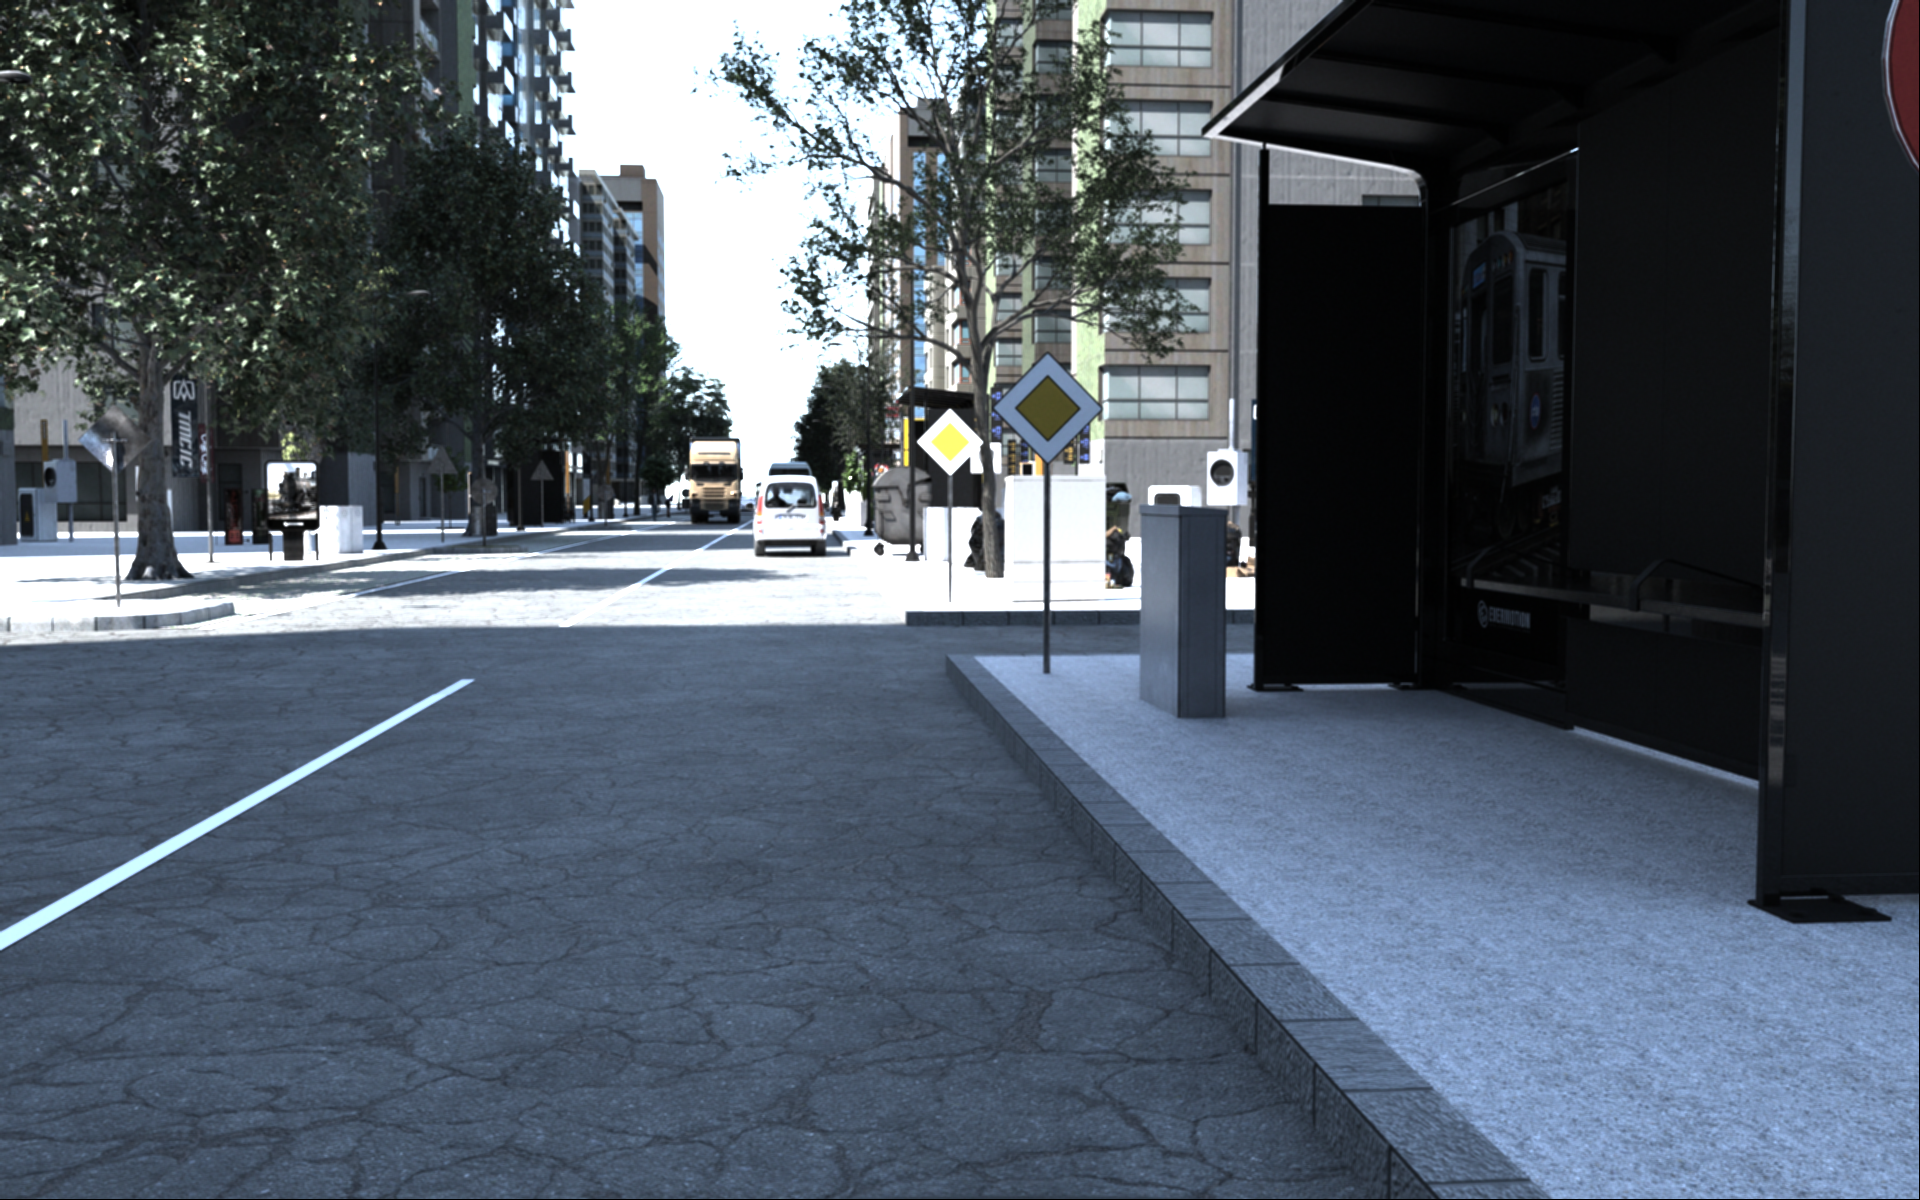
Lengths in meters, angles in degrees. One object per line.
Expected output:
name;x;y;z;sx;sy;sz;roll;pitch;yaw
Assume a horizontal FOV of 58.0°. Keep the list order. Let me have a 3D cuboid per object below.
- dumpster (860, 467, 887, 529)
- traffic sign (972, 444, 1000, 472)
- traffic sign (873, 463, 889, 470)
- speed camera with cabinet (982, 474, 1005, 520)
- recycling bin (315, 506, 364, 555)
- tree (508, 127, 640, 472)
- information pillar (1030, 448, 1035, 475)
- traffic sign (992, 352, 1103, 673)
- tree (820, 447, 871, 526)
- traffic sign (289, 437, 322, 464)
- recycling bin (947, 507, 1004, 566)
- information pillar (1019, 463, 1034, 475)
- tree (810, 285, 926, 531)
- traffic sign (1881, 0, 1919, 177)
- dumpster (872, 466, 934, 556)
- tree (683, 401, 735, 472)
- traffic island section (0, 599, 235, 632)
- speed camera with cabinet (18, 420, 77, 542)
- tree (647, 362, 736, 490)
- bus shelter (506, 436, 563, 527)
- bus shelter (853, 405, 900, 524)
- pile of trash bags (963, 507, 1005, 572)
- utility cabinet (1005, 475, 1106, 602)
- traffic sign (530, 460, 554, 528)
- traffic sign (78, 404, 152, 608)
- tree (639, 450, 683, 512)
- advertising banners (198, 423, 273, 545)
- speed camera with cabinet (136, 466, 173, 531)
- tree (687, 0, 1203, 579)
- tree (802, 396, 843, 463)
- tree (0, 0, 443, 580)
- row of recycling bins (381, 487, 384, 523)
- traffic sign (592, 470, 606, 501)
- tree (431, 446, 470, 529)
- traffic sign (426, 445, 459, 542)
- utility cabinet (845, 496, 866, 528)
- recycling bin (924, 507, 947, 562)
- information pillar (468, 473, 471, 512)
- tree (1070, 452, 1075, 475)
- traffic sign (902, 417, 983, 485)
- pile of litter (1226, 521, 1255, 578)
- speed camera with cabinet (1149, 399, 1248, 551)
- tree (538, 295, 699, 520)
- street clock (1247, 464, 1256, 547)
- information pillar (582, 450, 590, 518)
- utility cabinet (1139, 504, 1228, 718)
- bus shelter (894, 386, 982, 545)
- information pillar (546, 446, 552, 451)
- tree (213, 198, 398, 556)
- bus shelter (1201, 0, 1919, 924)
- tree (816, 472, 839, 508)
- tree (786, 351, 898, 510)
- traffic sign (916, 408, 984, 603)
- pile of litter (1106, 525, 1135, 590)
dumpster;-2.890;-3.750;63.813;1.502;2.255;1.985;0;4;-5
traffic sign;0.526;-2.011;35.007;0.606;2.300;0.079;0;4;1
traffic sign;-3.243;-4.352;71.264;0.768;2.556;0.104;0;4;4
speed camera with cabinet;1.248;-3.369;49.426;2.038;3.252;0.660;-1;4;-22
recycling bin;-13.327;-1.506;37.177;0.722;1.027;0.722;2;4;27
tree;-14.515;-8.270;52.223;9.611;12.733;9.660;0;3;0
information pillar;2.025;-3.202;43.708;0.504;3.616;0.183;-1;4;-19
traffic sign;0.618;-0.532;12.338;0.795;2.450;0.064;0;4;-5
tree;-4.326;-4.595;69.723;1.663;3.219;1.824;0;3;0
traffic sign;-14.662;-2.366;38.786;0.768;2.556;0.104;0;4;2
recycling bin;0.308;-1.145;31.280;0.722;1.027;0.722;3;4;36
information pillar;1.558;-2.205;40.538;0.304;2.012;0.304;0;4;-5
tree;-2.978;-6.671;59.430;4.360;8.622;3.978;0;3;0
traffic sign;2.269;-0.215;3.627;0.768;2.556;0.104;0;4;1
dumpster;-1.194;-1.871;36.349;1.264;1.857;1.865;0;4;-5
tree;-30.201;-17.746;208.273;7.486;12.596;7.792;0;3;0
traffic island section;-9.497;0.170;19.506;2.009;0.180;2.903;0;4;-5
speed camera with cabinet;-24.483;-3.186;46.432;2.038;3.252;0.660;2;4;35
tree;-26.090;-16.016;168.513;9.857;13.997;8.962;0;3;0
bus shelter;-17.355;-4.910;71.567;1.731;3.624;6.357;0;4;-5
bus shelter;-3.545;-6.025;76.145;2.179;5.291;8.768;0;4;-5
pile of trash bags;1.106;-1.176;28.978;1.912;1.369;3.447;0;4;-5
utility cabinet;1.132;-0.730;20.619;1.173;1.500;0.318;-1;4;-17
traffic sign;-15.853;-4.018;65.694;0.884;2.594;0.081;0;4;1
traffic sign;-9.474;-0.967;19.447;0.795;2.450;0.064;0;4;-5
tree;-22.182;-8.773;127.160;4.285;4.588;4.351;0;3;0
advertising banners;-18.306;-2.903;43.655;0.090;3.025;2.074;2;4;34
speed camera with cabinet;-25.665;-3.718;55.127;0.660;3.252;2.038;-1;4;-11
tree;0.220;-5.614;26.197;7.601;10.594;8.767;2;4;23
tree;-12.136;-15.141;165.682;7.486;12.596;7.792;0;3;0
tree;-12.172;-6.652;25.771;9.611;12.733;9.660;0;3;0
row of recycling bins;-25.918;-4.229;76.254;1.069;1.692;3.534;-1;4;-15
traffic sign;-19.404;-5.681;92.885;0.884;2.594;0.081;0;4;2
tree;-18.772;-4.208;63.397;1.663;3.219;1.824;0;3;0
traffic sign;-13.733;-2.808;45.920;0.884;2.594;0.081;0;4;4
utility cabinet;-4.025;-3.407;66.863;0.306;1.237;1.020;-3;4;-37
recycling bin;-0.218;-1.246;32.919;0.722;1.027;0.722;-2;4;-31
information pillar;-16.613;-3.352;59.296;0.304;2.012;0.304;1;4;14
tree;6.748;-5.856;79.455;4.285;4.588;4.351;0;3;0
traffic sign;-0.390;-3.170;45.696;2.265;3.308;0.079;0;4;3
pile of litter;4.299;-0.790;26.890;1.719;0.858;1.176;0;4;1
speed camera with cabinet;4.987;-2.570;36.351;2.038;3.252;0.660;2;4;34
tree;-18.034;-9.891;87.478;9.928;11.665;9.643;0;3;0
street clock;7.073;-2.277;41.797;0.358;2.002;0.471;0;4;5
information pillar;-19.896;-6.177;92.352;0.504;3.616;0.183;-2;4;-35
utility cabinet;1.333;0.048;10.384;0.306;1.237;1.020;0;4;-7
bus shelter;-0.538;-3.030;40.820;1.731;3.624;6.357;0;4;-5
information pillar;-19.770;-5.613;83.122;0.504;3.616;0.183;-1;4;-17
tree;-13.829;-5.225;35.797;4.737;8.622;4.395;0;3;0
bus shelter;2.693;-1.039;8.264;1.731;3.624;6.357;0;4;-5
tree;-11.755;-10.584;156.766;4.285;4.588;4.351;0;3;0
tree;-9.610;-13.585;139.130;9.611;12.733;9.660;0;3;0
traffic sign;-0.118;-1.018;20.289;0.795;2.450;0.064;0;4;-5
pile of litter;1.809;-0.595;23.690;1.176;0.858;1.719;2;4;33
